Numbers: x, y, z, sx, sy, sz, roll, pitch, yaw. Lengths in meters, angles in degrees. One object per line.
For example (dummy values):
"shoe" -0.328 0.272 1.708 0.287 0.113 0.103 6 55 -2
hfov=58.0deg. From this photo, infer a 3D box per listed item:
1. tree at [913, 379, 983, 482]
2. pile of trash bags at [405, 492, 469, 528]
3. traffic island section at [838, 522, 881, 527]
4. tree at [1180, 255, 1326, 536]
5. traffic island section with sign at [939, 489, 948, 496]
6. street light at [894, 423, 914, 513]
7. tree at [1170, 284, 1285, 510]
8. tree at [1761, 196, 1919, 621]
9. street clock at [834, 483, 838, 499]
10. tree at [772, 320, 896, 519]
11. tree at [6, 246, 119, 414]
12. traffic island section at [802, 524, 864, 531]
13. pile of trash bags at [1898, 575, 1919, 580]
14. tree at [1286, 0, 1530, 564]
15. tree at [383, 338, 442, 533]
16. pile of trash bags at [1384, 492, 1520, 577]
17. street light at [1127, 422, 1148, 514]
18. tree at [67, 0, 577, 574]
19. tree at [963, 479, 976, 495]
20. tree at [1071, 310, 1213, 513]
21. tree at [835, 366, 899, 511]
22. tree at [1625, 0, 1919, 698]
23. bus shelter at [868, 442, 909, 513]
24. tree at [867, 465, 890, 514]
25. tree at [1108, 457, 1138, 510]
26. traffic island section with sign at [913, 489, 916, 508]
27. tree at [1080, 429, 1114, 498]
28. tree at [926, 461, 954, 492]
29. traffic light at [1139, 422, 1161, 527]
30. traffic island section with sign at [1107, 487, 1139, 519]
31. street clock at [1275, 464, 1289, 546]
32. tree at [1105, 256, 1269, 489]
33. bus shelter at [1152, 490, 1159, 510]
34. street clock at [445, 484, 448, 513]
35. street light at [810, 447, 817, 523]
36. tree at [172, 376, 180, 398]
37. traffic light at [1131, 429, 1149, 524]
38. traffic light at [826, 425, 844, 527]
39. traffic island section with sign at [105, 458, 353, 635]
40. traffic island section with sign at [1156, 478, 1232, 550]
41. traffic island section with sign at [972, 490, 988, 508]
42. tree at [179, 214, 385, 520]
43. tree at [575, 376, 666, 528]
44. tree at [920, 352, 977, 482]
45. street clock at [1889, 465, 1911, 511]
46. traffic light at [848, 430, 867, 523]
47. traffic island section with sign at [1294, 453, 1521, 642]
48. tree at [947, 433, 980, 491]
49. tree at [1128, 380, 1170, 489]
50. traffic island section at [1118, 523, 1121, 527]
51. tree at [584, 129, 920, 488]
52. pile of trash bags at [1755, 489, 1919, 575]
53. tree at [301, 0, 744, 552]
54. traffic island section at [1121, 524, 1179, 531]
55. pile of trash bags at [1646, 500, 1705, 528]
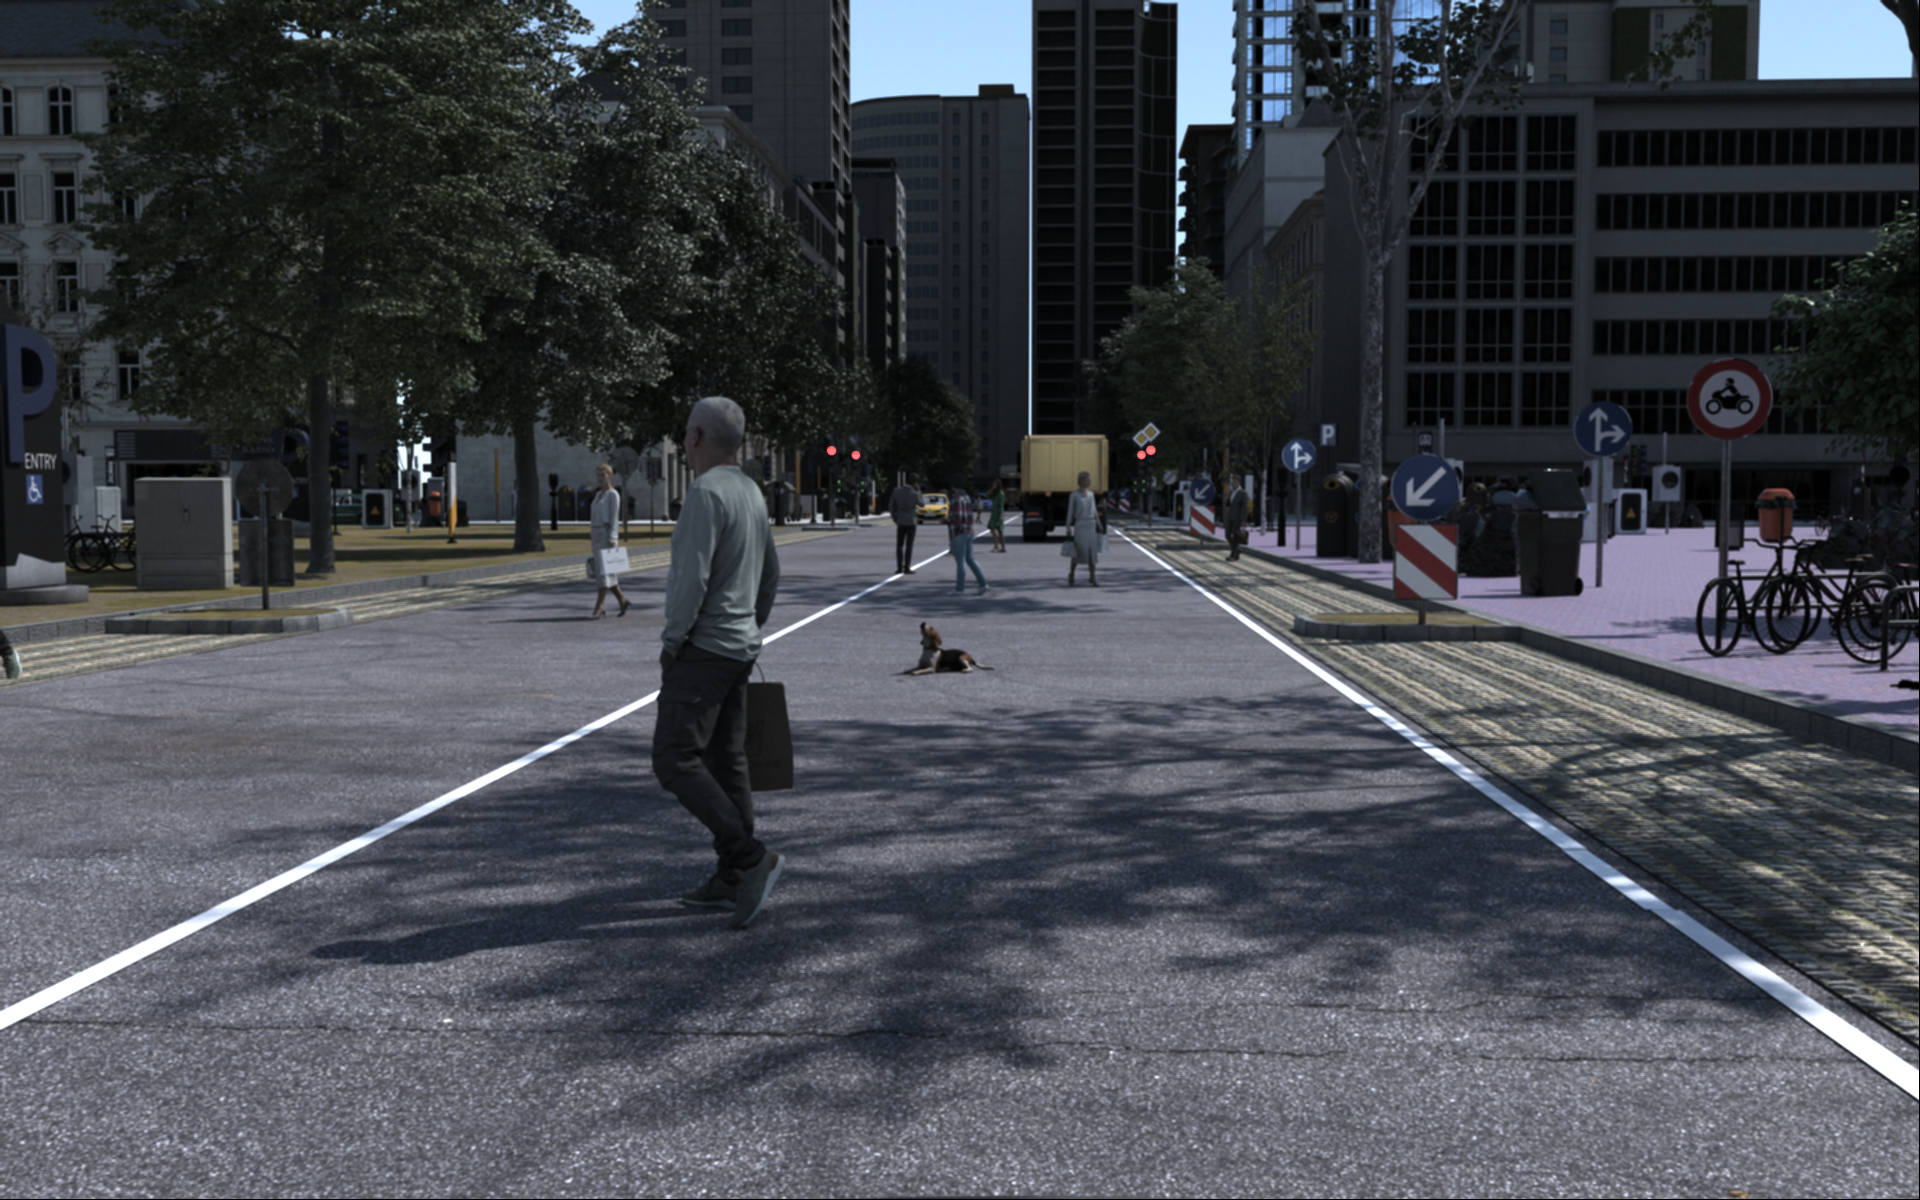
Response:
"tree" -1.329 -15.451 170.748 7.486 12.596 7.792 0 3 0
"pile of trash bags" -20.013 -3.493 66.861 1.912 1.369 3.447 -1 4 -8
"traffic island section" -4.563 -3.303 76.284 2.009 0.180 2.903 0 4 3
"tree" 9.225 -6.312 53.558 4.737 8.622 4.395 0 3 0
"traffic island section with sign" -1.141 -7.319 128.289 1.989 1.847 2.006 0 4 3
"street light" -3.714 -8.618 113.449 1.470 5.913 1.316 0 4 3
"tree" 9.544 -6.779 61.201 4.360 8.622 3.978 0 3 0
"tree" 10.119 -2.069 17.537 4.285 4.588 4.351 0 3 0
"street clock" -7.568 -6.183 105.665 0.471 2.002 0.358 -1 4 -14
"tree" -6.787 -9.443 88.813 7.601 10.594 8.767 0 3 0
"tree" -28.078 -6.241 52.405 4.360 8.622 3.978 0 3 0
"traffic island section" -5.035 -2.815 68.313 2.009 0.180 2.903 0 4 3
"pile of trash bags" 15.754 -0.977 25.734 3.447 1.369 1.912 0 4 -4
"tree" 8.913 -10.700 30.835 12.611 20.169 13.585 0 3 0
"tree" -18.253 -6.495 56.557 4.737 8.622 4.395 0 3 0
"pile of trash bags" 7.873 -1.073 27.289 3.447 1.369 1.912 -3 5 -40
"street light" 11.493 -8.538 112.144 1.470 5.913 1.316 0 4 3
"tree" -9.988 -6.717 27.946 7.486 12.596 7.792 0 3 0
"tree" 1.289 -14.152 225.989 1.663 3.219 1.824 0 3 0
"tree" 12.846 -12.989 119.028 9.857 13.997 8.962 0 3 0
"tree" -5.628 -8.959 96.840 4.360 8.622 3.978 0 3 0
"tree" 6.481 -5.201 10.784 9.928 11.665 9.643 0 3 0
"bus shelter" -5.105 -8.821 121.847 2.179 5.291 8.768 0 4 4
"tree" -5.326 -7.090 110.523 1.663 3.219 1.824 0 3 0
"tree" 14.222 -9.558 139.980 4.285 4.588 4.351 0 3 0
"traffic island section with sign" -2.778 -5.639 100.825 1.989 1.847 2.006 0 4 3
"tree" 19.591 -18.681 222.442 9.611 12.733 9.660 0 3 0
"tree" -1.531 -10.790 160.135 4.285 4.588 4.351 0 3 0
"traffic light" 7.395 -4.804 67.460 0.839 4.253 0.868 0 4 3
"traffic island section with sign" 9.359 -5.595 100.099 1.989 1.847 2.006 0 4 3
"street clock" 7.884 -2.314 42.407 0.358 2.002 0.471 0 4 7
"tree" 10.764 -10.049 82.424 7.486 12.596 7.792 0 3 0
"bus shelter" 15.210 -8.536 133.488 2.014 3.302 5.546 0 4 3
"street clock" -35.353 -7.024 119.404 0.471 2.002 0.358 -2 4 -24
"street light" -5.923 -6.335 76.120 1.470 5.913 1.316 0 4 3
"tree" -27.539 -7.011 64.998 4.737 8.622 4.395 0 3 0
"traffic light" 7.867 -5.291 75.431 0.839 4.253 0.868 0 4 3
"traffic light" -4.995 -4.847 68.176 0.839 4.253 0.868 0 4 3
"traffic island section with sign" -7.659 -0.604 18.497 1.989 1.847 2.006 0 4 3
"traffic island section with sign" 6.082 -2.205 44.687 1.989 1.847 2.006 0 4 3
"traffic island section with sign" 1.806 -10.376 178.269 1.989 1.847 2.006 0 4 3
"tree" -17.835 -5.806 45.288 4.737 8.622 4.395 0 3 0
"tree" -12.762 -7.047 65.579 4.360 8.622 3.978 0 3 0
"tree" -3.815 -13.433 136.641 9.611 12.733 9.660 0 3 0
"street clock" 23.583 -2.381 43.492 0.471 2.002 0.358 2 4 35
"traffic light" -4.523 -5.335 76.147 0.839 4.253 0.868 0 4 3
"traffic island section with sign" 4.481 -0.555 17.697 1.989 1.847 2.006 0 4 3
"tree" -0.149 -14.350 184.981 4.360 8.622 3.978 0 3 0
"tree" 12.493 -9.474 105.265 4.360 8.622 3.978 0 3 0
"traffic island section" 7.907 -3.258 75.543 2.009 0.180 2.903 0 4 3
"tree" -7.885 -8.438 54.964 9.611 12.733 9.660 0 3 0
"pile of trash bags" 15.212 -1.194 29.282 3.447 1.369 1.912 0 4 1
"tree" -9.660 -8.050 38.273 9.857 13.997 8.962 0 3 0
"traffic island section" 7.435 -2.770 67.572 2.009 0.180 2.903 0 4 3
"pile of trash bags" 26.285 -3.415 65.596 3.447 1.369 1.912 -1 4 -16
